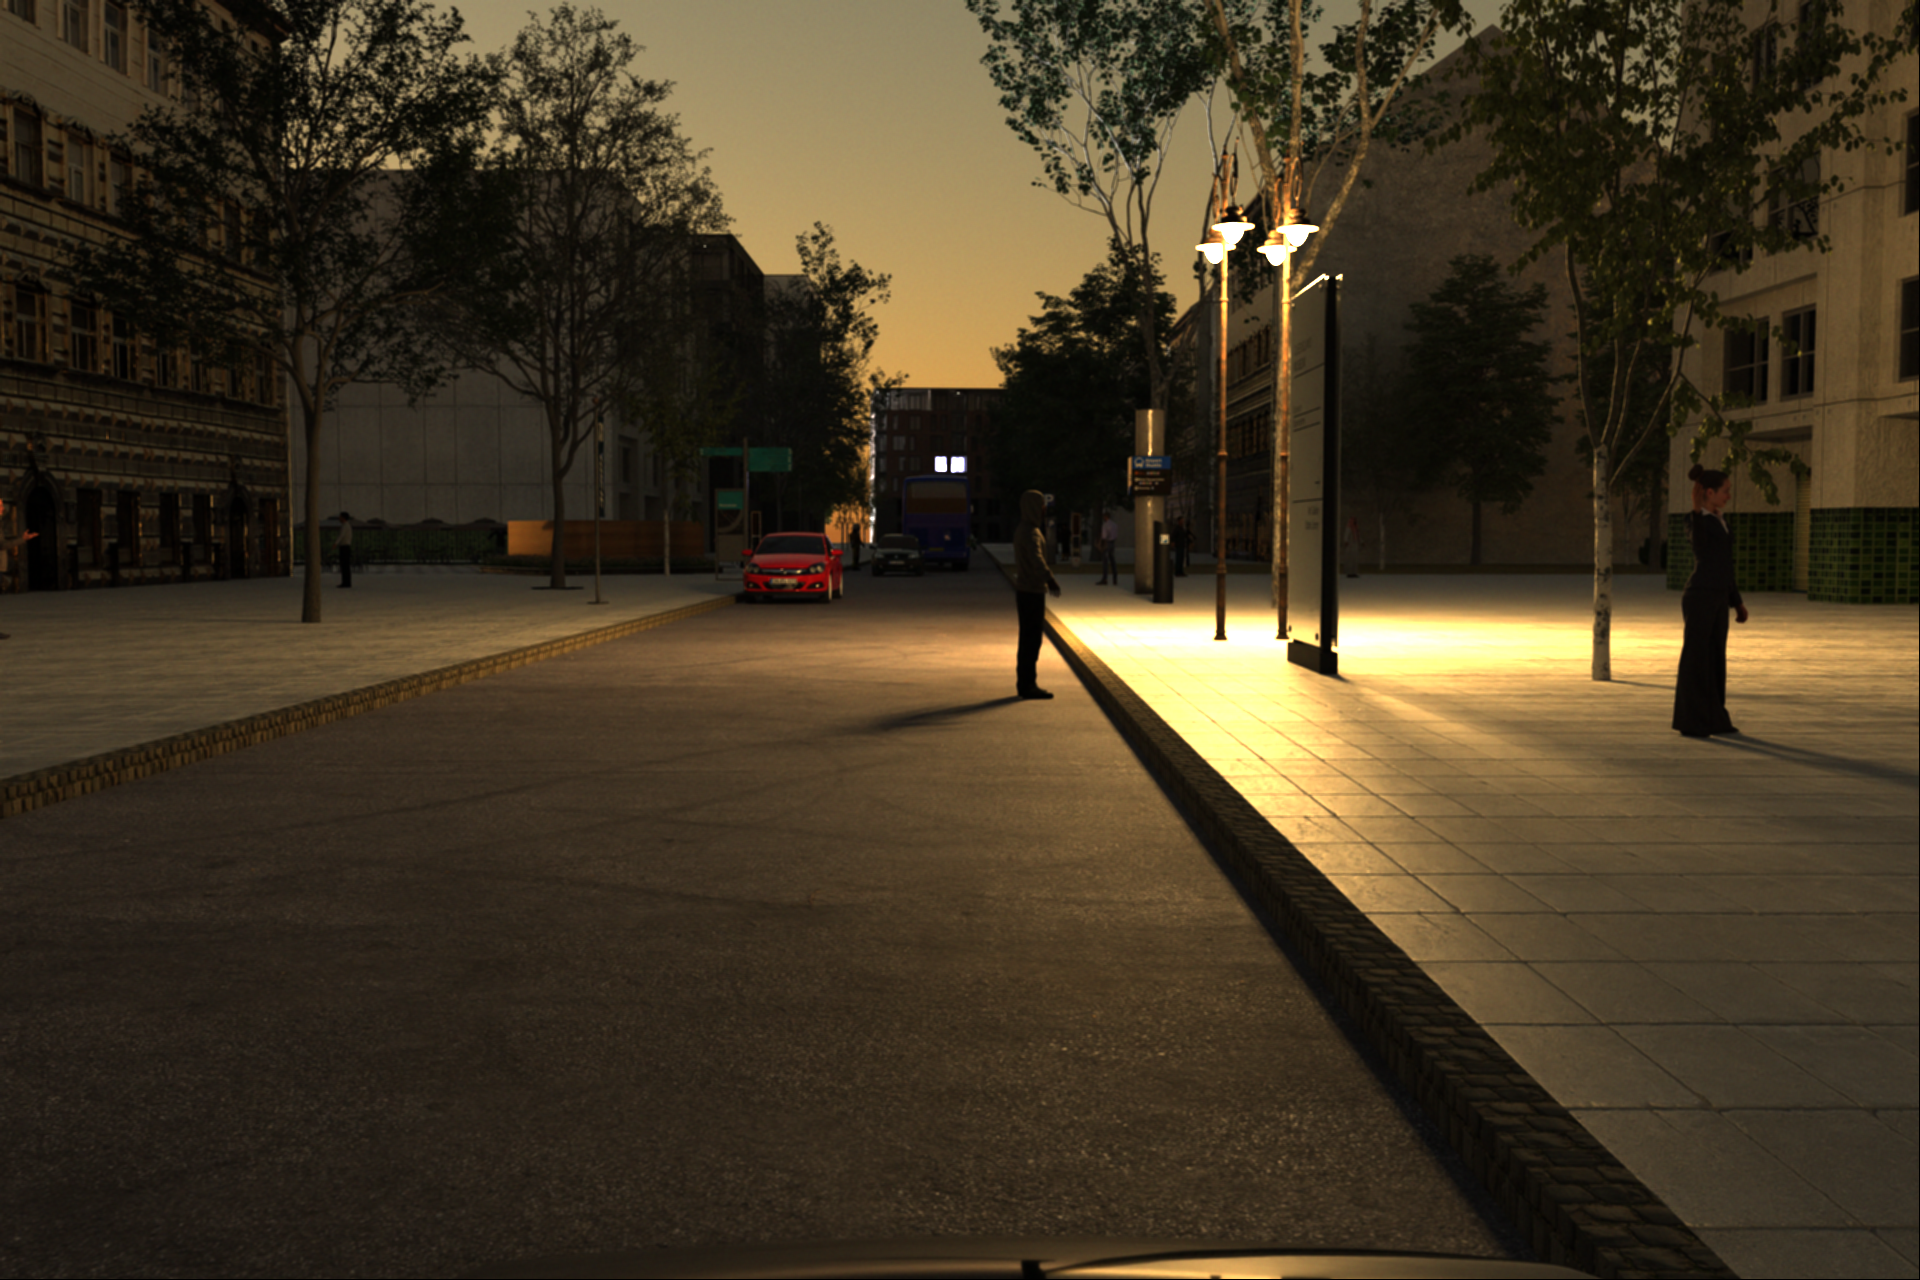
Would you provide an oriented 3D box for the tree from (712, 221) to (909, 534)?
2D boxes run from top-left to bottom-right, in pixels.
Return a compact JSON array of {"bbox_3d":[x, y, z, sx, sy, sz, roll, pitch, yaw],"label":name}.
[{"bbox_3d":[-9.473,-15.409,107.820,12.611,20.169,13.585,0,3,0],"label":"tree"}]

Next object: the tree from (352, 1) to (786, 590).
[{"bbox_3d":[-9.225,-7.923,39.917,12.009,13.543,11.850,0,3,0],"label":"tree"}]

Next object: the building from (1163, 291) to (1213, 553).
[{"bbox_3d":[25.126,-17.968,124.711,19.493,23.208,18.063,0,4,0],"label":"building"}]

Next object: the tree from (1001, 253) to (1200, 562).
[{"bbox_3d":[6.304,-10.598,79.939,9.857,13.997,8.962,0,3,0],"label":"tree"}]

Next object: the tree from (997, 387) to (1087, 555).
[{"bbox_3d":[5.904,-11.211,109.062,9.928,11.665,9.643,0,3,0],"label":"tree"}]

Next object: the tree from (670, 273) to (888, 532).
[{"bbox_3d":[-8.520,-10.491,81.895,12.009,13.543,11.850,0,3,0],"label":"tree"}]

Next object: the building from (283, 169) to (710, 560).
[{"bbox_3d":[-25.281,-14.287,100.049,16.747,18.905,31.486,0,4,0],"label":"building"}]

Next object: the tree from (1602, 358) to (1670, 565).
[{"bbox_3d":[27.859,-7.479,72.637,4.360,8.622,3.978,0,3,0],"label":"tree"}]

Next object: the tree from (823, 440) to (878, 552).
[{"bbox_3d":[-8.702,-10.698,125.276,4.360,8.622,3.978,0,3,0],"label":"tree"}]

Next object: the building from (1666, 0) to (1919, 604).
[{"bbox_3d":[24.543,-9.612,23.621,16.747,18.905,31.486,0,4,0],"label":"building"}]

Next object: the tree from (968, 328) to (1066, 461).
[{"bbox_3d":[7.205,-18.441,157.402,12.611,20.169,13.585,0,3,0],"label":"tree"}]

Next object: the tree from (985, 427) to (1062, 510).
[{"bbox_3d":[7.131,-14.056,140.184,12.009,13.543,11.850,0,3,0],"label":"tree"}]

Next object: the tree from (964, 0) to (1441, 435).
[{"bbox_3d":[6.871,-11.868,49.936,12.611,20.169,13.585,0,3,0],"label":"tree"}]

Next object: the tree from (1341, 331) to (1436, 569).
[{"bbox_3d":[15.399,-6.871,62.710,4.360,8.622,3.978,0,3,0],"label":"tree"}]

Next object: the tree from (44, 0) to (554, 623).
[{"bbox_3d":[-9.191,-5.546,25.095,8.767,10.594,7.601,3,4,38],"label":"tree"}]

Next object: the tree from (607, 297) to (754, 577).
[{"bbox_3d":[-8.612,-6.219,52.039,4.737,8.622,4.395,0,3,0],"label":"tree"}]

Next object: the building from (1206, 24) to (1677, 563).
[{"bbox_3d":[22.943,-15.495,84.278,19.493,23.208,18.063,0,3,0],"label":"building"}]

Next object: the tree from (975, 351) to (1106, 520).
[{"bbox_3d":[6.172,-13.079,120.504,9.857,13.997,8.962,0,3,0],"label":"tree"}]

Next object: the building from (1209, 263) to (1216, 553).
[{"bbox_3d":[21.587,-15.673,112.667,16.016,20.090,11.380,0,4,1],"label":"building"}]

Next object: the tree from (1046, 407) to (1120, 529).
[{"bbox_3d":[5.870,-8.468,88.818,4.360,8.622,3.978,0,3,0],"label":"tree"}]

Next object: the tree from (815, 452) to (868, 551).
[{"bbox_3d":[-8.583,-11.272,134.656,4.360,8.622,3.978,0,3,0],"label":"tree"}]

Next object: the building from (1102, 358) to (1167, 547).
[{"bbox_3d":[23.578,-19.345,182.741,16.747,18.905,31.486,0,4,1],"label":"building"}]

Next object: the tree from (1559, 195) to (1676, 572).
[{"bbox_3d":[23.788,-8.572,58.279,7.486,12.596,7.792,0,3,0],"label":"tree"}]

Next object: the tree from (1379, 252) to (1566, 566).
[{"bbox_3d":[20.962,-9.335,70.751,7.486,12.596,7.792,0,3,0],"label":"tree"}]

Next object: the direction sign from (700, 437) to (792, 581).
[{"bbox_3d":[-5.887,-3.640,48.273,2.525,3.948,1.411,0,4,0],"label":"direction sign"}]

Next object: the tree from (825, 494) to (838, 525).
[{"bbox_3d":[-20.105,-20.061,246.118,7.486,12.596,7.792,0,3,0],"label":"tree"}]

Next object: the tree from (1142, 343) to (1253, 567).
[{"bbox_3d":[8.611,-7.134,66.997,4.360,8.622,3.978,0,3,0],"label":"tree"}]

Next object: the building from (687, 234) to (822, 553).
[{"bbox_3d":[-25.942,-17.772,134.545,27.936,21.610,32.646,0,4,0],"label":"building"}]

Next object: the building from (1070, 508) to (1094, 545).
[{"bbox_3d":[23.074,-21.293,214.589,16.747,18.905,31.486,0,3,0],"label":"building"}]

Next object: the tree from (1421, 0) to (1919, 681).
[{"bbox_3d":[5.665,-3.937,14.736,4.737,8.622,4.395,0,3,0],"label":"tree"}]

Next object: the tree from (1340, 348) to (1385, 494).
[{"bbox_3d":[14.020,-7.175,67.673,4.360,8.622,3.978,0,3,0],"label":"tree"}]

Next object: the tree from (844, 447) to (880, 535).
[{"bbox_3d":[-8.029,-11.657,140.949,4.360,8.622,3.978,0,3,0],"label":"tree"}]

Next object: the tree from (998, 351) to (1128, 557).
[{"bbox_3d":[6.004,-10.521,97.774,9.928,11.665,9.643,0,3,0],"label":"tree"}]

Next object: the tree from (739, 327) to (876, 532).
[{"bbox_3d":[-8.564,-10.865,95.765,7.486,12.596,7.792,0,3,0],"label":"tree"}]

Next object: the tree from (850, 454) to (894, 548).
[{"bbox_3d":[-8.373,-12.530,155.224,4.737,8.622,4.395,0,3,0],"label":"tree"}]

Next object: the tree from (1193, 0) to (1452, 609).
[{"bbox_3d":[6.882,-10.558,28.509,12.611,20.169,13.585,0,3,0],"label":"tree"}]
